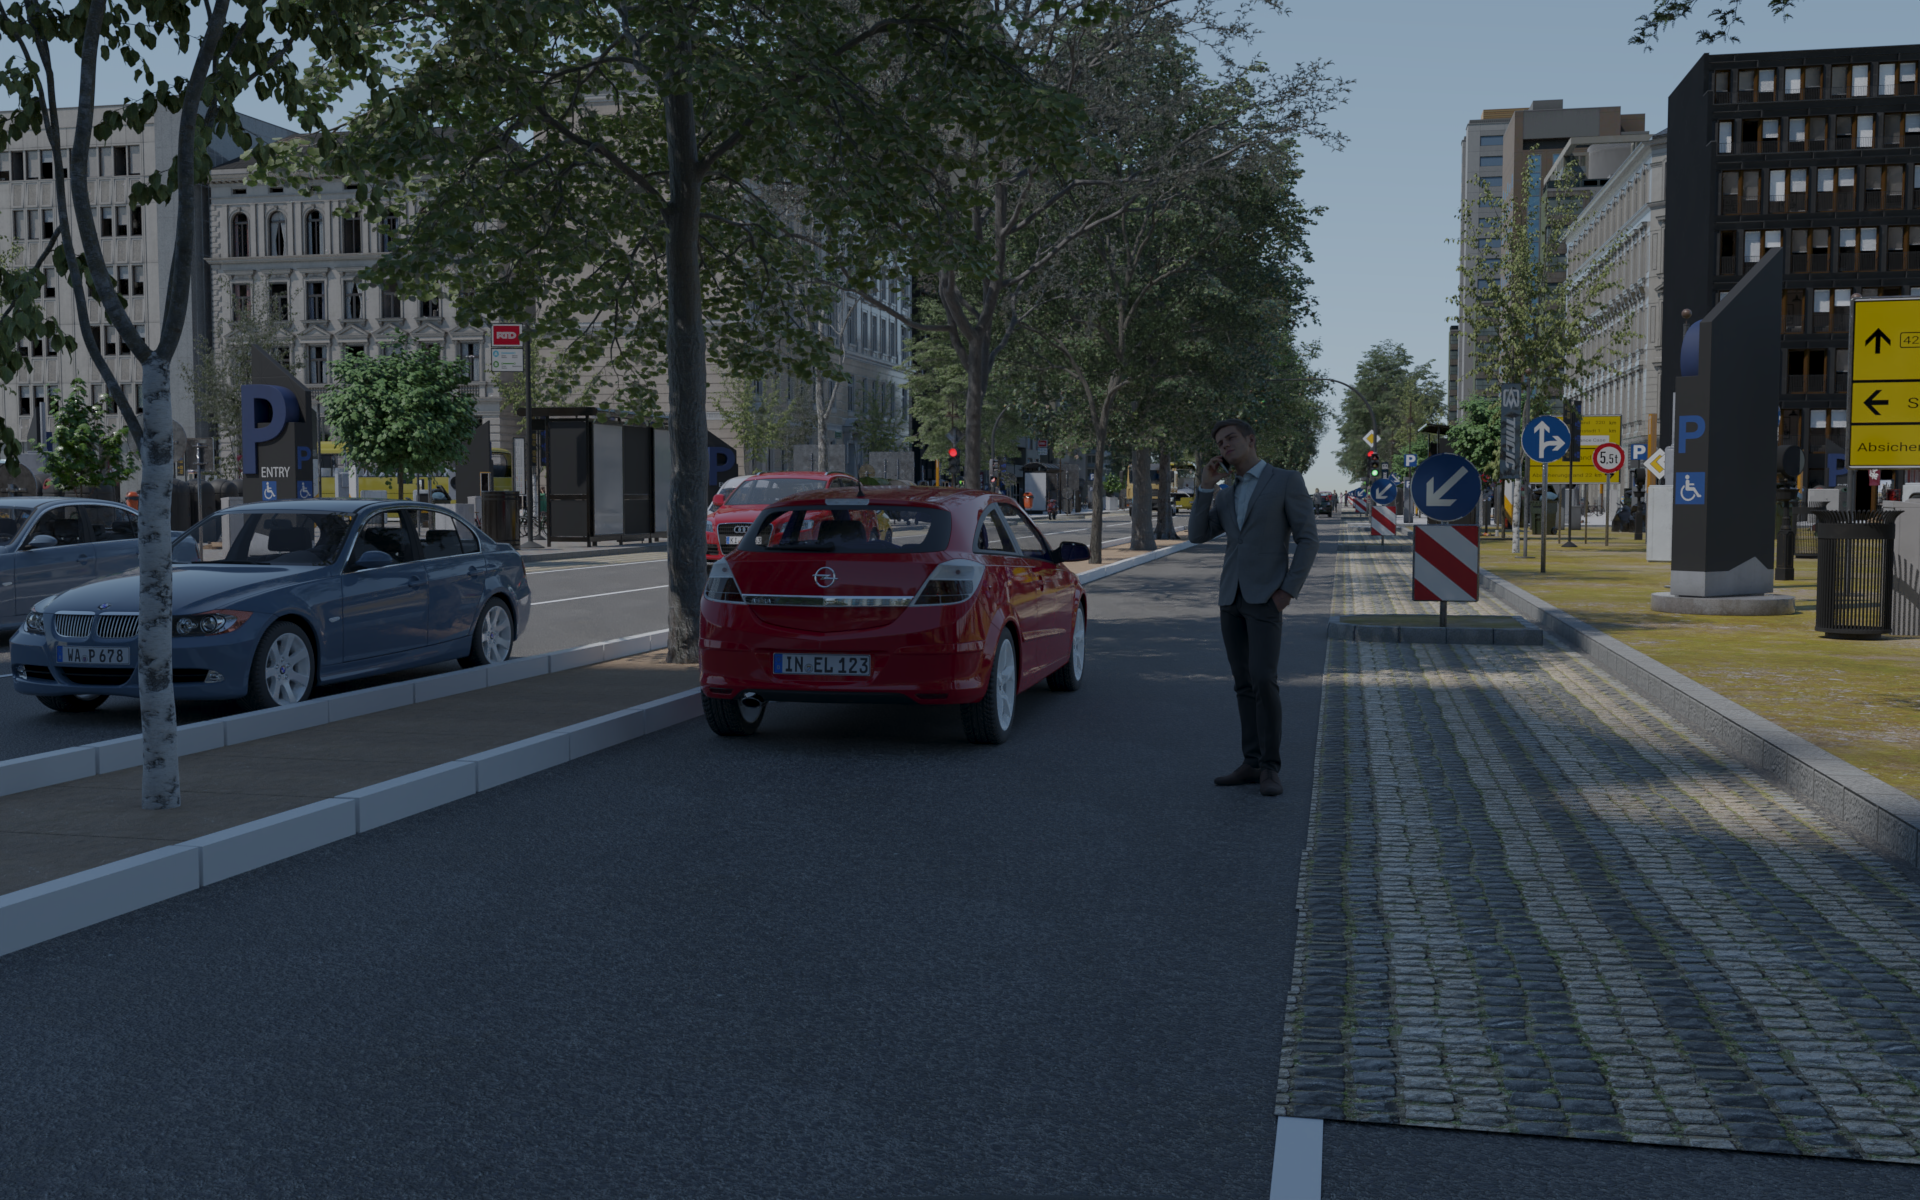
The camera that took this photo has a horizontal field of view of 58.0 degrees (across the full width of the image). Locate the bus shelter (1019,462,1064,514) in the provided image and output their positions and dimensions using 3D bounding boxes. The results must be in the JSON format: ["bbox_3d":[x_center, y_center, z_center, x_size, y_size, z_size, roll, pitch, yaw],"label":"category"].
[{"bbox_3d":[5.272,-7.217,111.924,2.014,3.302,5.546,1,4,13],"label":"bus shelter"}]

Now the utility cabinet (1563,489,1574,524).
[{"bbox_3d":[25.637,-4.001,74.088,1.173,1.500,0.318,-1,4,-11],"label":"utility cabinet"}]

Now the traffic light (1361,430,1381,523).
[{"bbox_3d":[17.892,-5.292,75.451,0.839,4.253,0.868,1,4,12],"label":"traffic light"}]

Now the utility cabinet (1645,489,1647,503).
[{"bbox_3d":[29.181,-3.923,72.816,1.173,1.500,0.318,-1,4,-22],"label":"utility cabinet"}]

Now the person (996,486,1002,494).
[{"bbox_3d":[1.838,-4.481,81.865,0.391,1.810,0.635,0,4,-7],"label":"person"}]

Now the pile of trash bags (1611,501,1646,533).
[{"bbox_3d":[23.825,-2.963,58.195,3.447,1.369,1.912,0,4,1],"label":"pile of trash bags"}]

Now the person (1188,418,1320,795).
[{"bbox_3d":[1.423,0.014,8.451,0.473,1.802,0.592,-2,4,-28],"label":"person"}]

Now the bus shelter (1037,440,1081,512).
[{"bbox_3d":[7.359,-9.344,130.413,2.179,5.291,8.768,1,4,13],"label":"bus shelter"}]

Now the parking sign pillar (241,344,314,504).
[{"bbox_3d":[-12.126,-2.586,30.758,1.447,3.967,1.447,2,4,26],"label":"parking sign pillar"}]

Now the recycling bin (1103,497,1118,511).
[{"bbox_3d":[11.788,-7.450,134.366,0.722,1.027,0.722,-1,4,-17],"label":"recycling bin"}]

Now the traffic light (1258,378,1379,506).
[{"bbox_3d":[14.104,-5.706,67.965,4.771,5.953,1.251,1,4,12],"label":"traffic light"}]

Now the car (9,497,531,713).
[{"bbox_3d":[-4.800,-0.044,12.722,2.014,1.417,4.499,1,4,13],"label":"car"}]

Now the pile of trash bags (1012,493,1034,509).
[{"bbox_3d":[2.828,-5.575,100.899,3.447,1.369,1.912,2,4,35],"label":"pile of trash bags"}]

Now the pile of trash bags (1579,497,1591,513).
[{"bbox_3d":[42.439,-6.712,119.497,1.912,1.369,3.447,1,4,15],"label":"pile of trash bags"}]

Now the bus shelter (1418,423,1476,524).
[{"bbox_3d":[16.966,-4.224,60.340,1.731,3.624,6.357,1,4,12],"label":"bus shelter"}]

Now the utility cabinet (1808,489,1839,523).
[{"bbox_3d":[37.747,-4.101,75.735,1.173,1.500,0.318,1,4,13],"label":"utility cabinet"}]

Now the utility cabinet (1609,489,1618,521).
[{"bbox_3d":[30.934,-4.484,81.985,0.318,1.500,1.173,1,4,16],"label":"utility cabinet"}]

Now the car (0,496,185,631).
[{"bbox_3d":[-9.514,-0.322,17.273,2.014,1.417,4.499,1,4,12],"label":"car"}]

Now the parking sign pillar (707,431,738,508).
[{"bbox_3d":[-9.858,-5.092,71.732,1.447,3.967,1.447,-1,4,-21],"label":"parking sign pillar"}]

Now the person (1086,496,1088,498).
[{"bbox_3d":[17.534,-13.906,235.996,0.705,1.807,1.348,2,4,26],"label":"person"}]

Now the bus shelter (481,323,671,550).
[{"bbox_3d":[-9.379,-4.009,43.175,2.179,5.291,8.768,1,4,12],"label":"bus shelter"}]

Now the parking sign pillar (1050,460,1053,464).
[{"bbox_3d":[7.255,-9.145,137.997,1.447,3.967,1.447,-1,4,-14],"label":"parking sign pillar"}]

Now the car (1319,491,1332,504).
[{"bbox_3d":[45.297,-12.600,214.678,2.281,1.827,5.304,1,4,12],"label":"car"}]

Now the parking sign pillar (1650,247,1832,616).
[{"bbox_3d":[8.318,-1.854,18.792,1.447,3.967,1.447,-2,4,-34],"label":"parking sign pillar"}]

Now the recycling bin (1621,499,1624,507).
[{"bbox_3d":[38.106,-5.263,98.601,0.722,1.027,0.722,3,5,40],"label":"recycling bin"}]

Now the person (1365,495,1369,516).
[{"bbox_3d":[25.041,-5.954,106.022,0.466,1.800,0.511,1,4,23],"label":"person"}]

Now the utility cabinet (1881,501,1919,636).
[{"bbox_3d":[8.803,-0.305,16.145,0.306,1.237,1.020,2,4,23],"label":"utility cabinet"}]

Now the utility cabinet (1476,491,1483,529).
[{"bbox_3d":[18.902,-3.347,63.404,0.318,1.500,1.173,1,4,22],"label":"utility cabinet"}]

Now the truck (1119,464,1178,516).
[{"bbox_3d":[12.499,-7.143,112.708,3.469,3.379,9.791,1,4,12],"label":"truck"}]

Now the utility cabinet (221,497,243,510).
[{"bbox_3d":[-15.074,-1.557,36.616,0.306,1.237,1.020,2,4,33],"label":"utility cabinet"}]

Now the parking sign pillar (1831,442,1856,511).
[{"bbox_3d":[42.301,-5.796,83.237,1.447,3.967,1.447,1,4,8],"label":"parking sign pillar"}]

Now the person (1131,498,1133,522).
[{"bbox_3d":[8.033,-4.287,78.936,0.601,1.785,0.444,-3,5,-44],"label":"person"}]

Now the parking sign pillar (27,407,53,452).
[{"bbox_3d":[-28.779,-4.019,54.186,1.447,3.967,1.447,-3,5,-40],"label":"parking sign pillar"}]

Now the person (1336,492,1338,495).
[{"bbox_3d":[63.660,-17.345,293.013,0.541,1.710,0.530,2,4,30],"label":"person"}]

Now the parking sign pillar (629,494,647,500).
[{"bbox_3d":[-9.683,-4.015,54.119,1.447,3.967,1.447,1,4,20],"label":"parking sign pillar"}]

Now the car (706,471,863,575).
[{"bbox_3d":[-2.743,-1.210,28.451,2.281,1.827,5.304,1,4,11],"label":"car"}]

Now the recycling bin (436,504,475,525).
[{"bbox_3d":[-13.026,-1.965,44.688,0.722,1.027,0.722,2,4,25],"label":"recycling bin"}]

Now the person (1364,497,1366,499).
[{"bbox_3d":[33.226,-8.079,141.599,0.522,1.701,0.512,1,4,10],"label":"person"}]

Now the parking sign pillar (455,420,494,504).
[{"bbox_3d":[-17.823,-4.594,63.581,1.447,3.967,1.447,0,4,6],"label":"parking sign pillar"}]

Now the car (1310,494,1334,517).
[{"bbox_3d":[22.256,-5.988,107.693,2.009,1.686,4.222,1,4,11],"label":"car"}]

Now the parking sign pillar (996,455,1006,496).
[{"bbox_3d":[2.693,-7.638,113.347,1.447,3.967,1.447,-1,4,-8],"label":"parking sign pillar"}]

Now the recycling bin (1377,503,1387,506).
[{"bbox_3d":[35.500,-8.136,145.583,0.722,1.027,0.722,-1,4,-23],"label":"recycling bin"}]

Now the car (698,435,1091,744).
[{"bbox_3d":[-0.269,-0.152,11.534,2.155,1.783,4.494,1,4,13],"label":"car"}]

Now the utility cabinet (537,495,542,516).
[{"bbox_3d":[-22.270,-4.989,92.728,1.020,1.237,0.306,-1,4,-18],"label":"utility cabinet"}]

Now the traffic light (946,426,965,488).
[{"bbox_3d":[-0.204,-5.035,71.249,0.839,4.253,0.868,1,4,12],"label":"traffic light"}]

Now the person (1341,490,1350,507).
[{"bbox_3d":[42.622,-11.204,191.310,1.348,1.869,0.705,-1,4,-19],"label":"person"}]

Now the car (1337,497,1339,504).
[{"bbox_3d":[56.338,-15.294,261.852,2.131,1.459,4.920,1,4,14],"label":"car"}]

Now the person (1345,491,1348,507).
[{"bbox_3d":[39.205,-10.172,175.727,0.530,1.710,0.541,3,5,40],"label":"person"}]

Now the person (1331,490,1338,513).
[{"bbox_3d":[29.117,-7.695,134.727,0.576,1.772,0.534,1,4,14],"label":"person"}]

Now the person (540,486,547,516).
[{"bbox_3d":[-19.627,-4.448,81.478,0.529,1.795,0.600,1,4,15],"label":"person"}]

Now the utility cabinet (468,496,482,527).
[{"bbox_3d":[-14.888,-2.604,53.742,0.306,1.237,1.020,1,4,14],"label":"utility cabinet"}]

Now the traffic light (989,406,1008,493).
[{"bbox_3d":[3.584,-6.358,78.628,4.771,5.953,1.251,1,4,12],"label":"traffic light"}]

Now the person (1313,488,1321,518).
[{"bbox_3d":[21.097,-5.744,102.589,0.709,1.800,0.728,-1,4,-12],"label":"person"}]

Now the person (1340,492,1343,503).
[{"bbox_3d":[60.501,-16.250,274.863,0.551,1.740,0.621,1,4,12],"label":"person"}]

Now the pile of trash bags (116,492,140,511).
[{"bbox_3d":[-33.447,-3.641,69.288,1.912,1.369,3.447,-3,5,-39],"label":"pile of trash bags"}]
